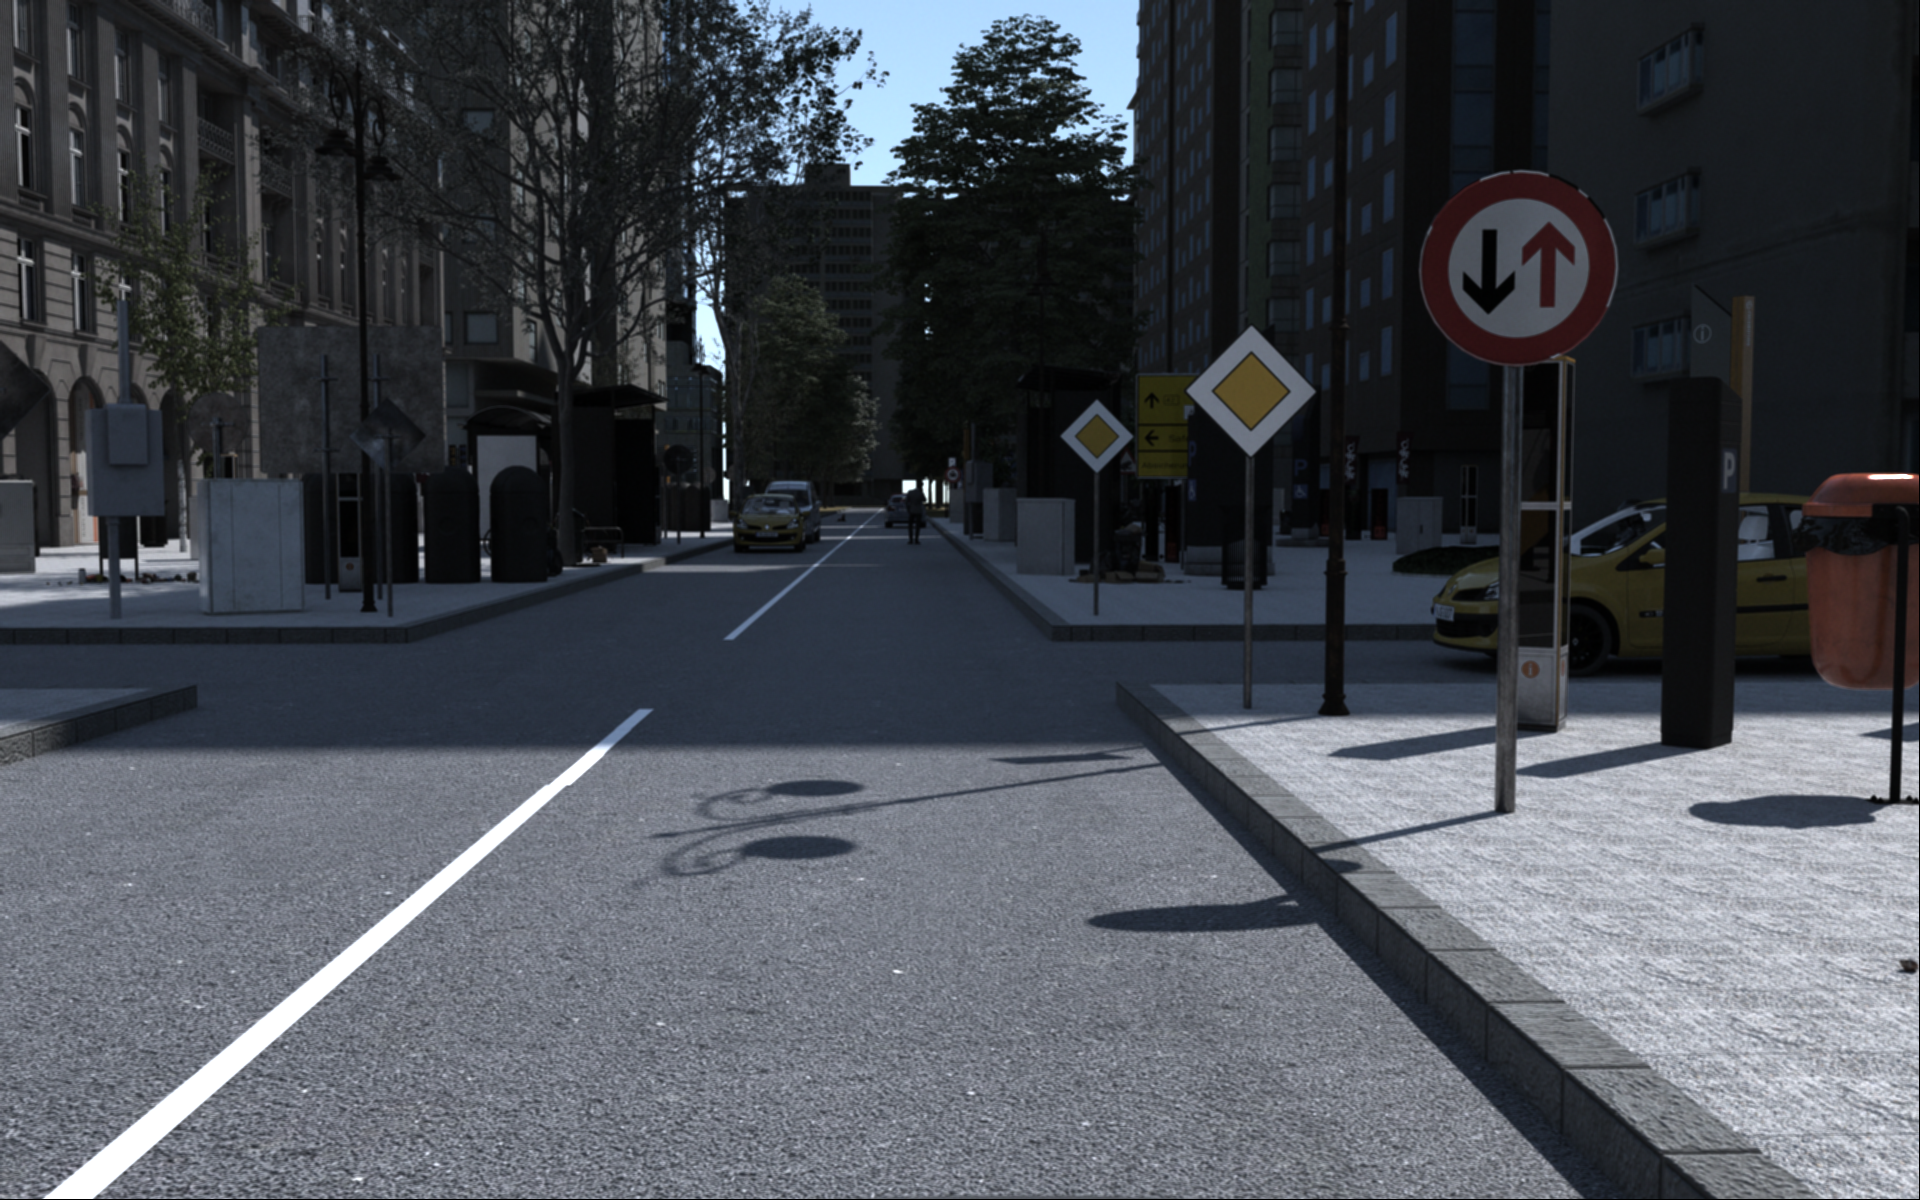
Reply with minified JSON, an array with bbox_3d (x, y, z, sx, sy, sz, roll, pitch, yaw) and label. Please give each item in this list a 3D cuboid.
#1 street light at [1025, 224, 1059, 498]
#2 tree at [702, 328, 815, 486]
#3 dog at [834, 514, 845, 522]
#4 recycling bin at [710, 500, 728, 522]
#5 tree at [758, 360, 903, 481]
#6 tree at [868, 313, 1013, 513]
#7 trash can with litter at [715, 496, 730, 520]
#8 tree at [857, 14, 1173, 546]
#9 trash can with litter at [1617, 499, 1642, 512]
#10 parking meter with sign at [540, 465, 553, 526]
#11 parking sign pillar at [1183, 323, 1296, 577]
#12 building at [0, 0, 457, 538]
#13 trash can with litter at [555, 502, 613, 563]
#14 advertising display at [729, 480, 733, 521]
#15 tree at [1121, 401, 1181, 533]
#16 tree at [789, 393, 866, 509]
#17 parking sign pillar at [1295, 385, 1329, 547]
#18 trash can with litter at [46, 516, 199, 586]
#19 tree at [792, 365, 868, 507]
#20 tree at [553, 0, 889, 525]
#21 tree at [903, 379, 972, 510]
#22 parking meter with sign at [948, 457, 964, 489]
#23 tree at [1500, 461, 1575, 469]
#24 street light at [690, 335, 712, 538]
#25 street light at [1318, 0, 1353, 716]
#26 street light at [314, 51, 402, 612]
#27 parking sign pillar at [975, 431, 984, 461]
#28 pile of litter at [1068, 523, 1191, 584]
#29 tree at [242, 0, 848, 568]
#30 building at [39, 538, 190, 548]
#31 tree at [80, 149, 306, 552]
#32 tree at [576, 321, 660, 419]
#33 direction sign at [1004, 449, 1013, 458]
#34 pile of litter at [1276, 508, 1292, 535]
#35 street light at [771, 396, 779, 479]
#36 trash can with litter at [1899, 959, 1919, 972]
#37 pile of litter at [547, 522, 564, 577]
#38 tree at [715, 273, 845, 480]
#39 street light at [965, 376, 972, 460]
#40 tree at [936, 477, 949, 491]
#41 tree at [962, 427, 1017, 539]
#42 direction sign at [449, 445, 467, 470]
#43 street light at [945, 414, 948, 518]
[{"bbox_3d":[1.413,-3.500,30.009,0.468,5.910,1.993,0,4,-2],"label":"street light"},{"bbox_3d":[-9.284,-7.685,76.016,4.360,8.622,3.978,0,3,0],"label":"tree"},{"bbox_3d":[-6.230,-4.286,90.263,0.748,0.427,0.550,-1,4,-14],"label":"dog"},{"bbox_3d":[-10.987,-4.053,78.827,0.722,1.027,0.722,-2,4,-25],"label":"recycling bin"},{"bbox_3d":[-11.269,-12.513,130.336,9.928,11.665,9.643,0,3,0],"label":"tree"},{"bbox_3d":[-0.584,-12.933,118.105,9.857,13.997,8.962,0,3,0],"label":"tree"},{"bbox_3d":[-11.940,-4.512,84.823,2.233,1.210,1.678,3,5,39],"label":"trash can with litter"},{"bbox_3d":[1.156,-7.572,41.926,7.486,12.596,7.792,0,3,0],"label":"tree"},{"bbox_3d":[13.569,-1.448,35.054,0.624,1.170,1.055,2,4,35],"label":"trash can with litter"},{"bbox_3d":[-11.063,-3.008,45.436,1.738,3.016,0.543,0,4,-4],"label":"parking meter with sign"},{"bbox_3d":[4.288,-2.385,27.460,1.447,3.967,1.447,-1,4,-14],"label":"parking sign pillar"},{"bbox_3d":[-28.727,-13.735,66.359,13.314,21.916,24.055,0,4,-2],"label":"building"},{"bbox_3d":[-7.018,-1.280,32.313,1.055,1.170,0.624,-1,4,-11],"label":"trash can with litter"},{"bbox_3d":[-10.857,-4.699,82.047,0.123,1.923,0.974,-1,4,-9],"label":"advertising display"},{"bbox_3d":[6.123,-4.519,57.597,4.285,4.588,4.351,0,3,0],"label":"tree"},{"bbox_3d":[-12.048,-13.305,151.948,8.767,10.594,7.601,2,4,24],"label":"tree"},{"bbox_3d":[8.448,-3.289,42.254,1.447,3.967,1.447,1,4,23],"label":"parking sign pillar"},{"bbox_3d":[-11.834,-0.858,25.081,2.233,1.210,1.678,0,4,-4],"label":"trash can with litter"},{"bbox_3d":[-12.442,-16.023,168.634,9.857,13.997,8.962,0,3,0],"label":"tree"},{"bbox_3d":[-9.314,-12.593,61.781,12.611,20.169,13.585,0,3,0],"label":"tree"},{"bbox_3d":[-2.320,-13.163,140.975,9.928,11.665,9.643,0,3,0],"label":"tree"},{"bbox_3d":[0.262,-5.309,83.064,1.738,3.016,0.543,-3,5,-43],"label":"parking meter with sign"},{"bbox_3d":[13.535,-2.854,41.260,1.663,3.219,1.824,0,3,0],"label":"tree"},{"bbox_3d":[-7.530,-4.750,50.451,0.468,5.910,1.993,0,4,-2],"label":"street light"},{"bbox_3d":[2.179,-2.271,9.915,0.468,5.910,1.993,0,4,-2],"label":"street light"},{"bbox_3d":[-6.447,-2.809,18.712,0.468,5.910,1.993,0,4,-2],"label":"street light"},{"bbox_3d":[0.981,-5.309,75.278,1.447,3.967,1.447,-1,4,-10],"label":"parking sign pillar"},{"bbox_3d":[2.477,-0.687,25.196,1.719,0.858,1.176,1,4,21],"label":"pile of litter"},{"bbox_3d":[-6.848,-7.320,30.048,12.009,13.543,11.850,0,3,0],"label":"tree"},{"bbox_3d":[-27.538,-12.268,42.376,13.314,21.916,24.055,0,4,-2],"label":"building"},{"bbox_3d":[-16.922,-5.363,38.044,4.737,8.622,4.395,0,3,0],"label":"tree"},{"bbox_3d":[-14.883,-7.569,74.123,4.360,8.622,3.978,0,3,0],"label":"tree"},{"bbox_3d":[2.407,-5.851,87.656,0.379,3.537,0.876,3,5,41],"label":"direction sign"},{"bbox_3d":[10.569,-2.500,54.845,1.176,0.858,1.719,1,4,17],"label":"pile of litter"},{"bbox_3d":[-8.717,-6.659,81.668,0.468,5.910,1.993,0,4,-2],"label":"street light"},{"bbox_3d":[3.785,0.391,4.665,2.233,1.210,1.678,2,4,26],"label":"trash can with litter"},{"bbox_3d":[-6.792,-0.806,27.142,1.176,0.858,1.719,1,4,11],"label":"pile of litter"},{"bbox_3d":[-8.556,-10.465,89.230,7.486,12.596,7.792,0,3,0],"label":"tree"},{"bbox_3d":[0.308,-5.443,61.786,0.468,5.910,1.993,0,4,-2],"label":"street light"},{"bbox_3d":[-2.077,-13.150,165.358,4.360,8.622,3.978,0,3,0],"label":"tree"},{"bbox_3d":[0.775,-3.407,50.309,1.663,3.219,1.824,0,3,0],"label":"tree"},{"bbox_3d":[-23.070,-5.360,79.634,0.876,3.537,0.379,1,4,15],"label":"direction sign"},{"bbox_3d":[-0.737,-7.353,93.009,0.468,5.910,1.993,0,4,-2],"label":"street light"}]
